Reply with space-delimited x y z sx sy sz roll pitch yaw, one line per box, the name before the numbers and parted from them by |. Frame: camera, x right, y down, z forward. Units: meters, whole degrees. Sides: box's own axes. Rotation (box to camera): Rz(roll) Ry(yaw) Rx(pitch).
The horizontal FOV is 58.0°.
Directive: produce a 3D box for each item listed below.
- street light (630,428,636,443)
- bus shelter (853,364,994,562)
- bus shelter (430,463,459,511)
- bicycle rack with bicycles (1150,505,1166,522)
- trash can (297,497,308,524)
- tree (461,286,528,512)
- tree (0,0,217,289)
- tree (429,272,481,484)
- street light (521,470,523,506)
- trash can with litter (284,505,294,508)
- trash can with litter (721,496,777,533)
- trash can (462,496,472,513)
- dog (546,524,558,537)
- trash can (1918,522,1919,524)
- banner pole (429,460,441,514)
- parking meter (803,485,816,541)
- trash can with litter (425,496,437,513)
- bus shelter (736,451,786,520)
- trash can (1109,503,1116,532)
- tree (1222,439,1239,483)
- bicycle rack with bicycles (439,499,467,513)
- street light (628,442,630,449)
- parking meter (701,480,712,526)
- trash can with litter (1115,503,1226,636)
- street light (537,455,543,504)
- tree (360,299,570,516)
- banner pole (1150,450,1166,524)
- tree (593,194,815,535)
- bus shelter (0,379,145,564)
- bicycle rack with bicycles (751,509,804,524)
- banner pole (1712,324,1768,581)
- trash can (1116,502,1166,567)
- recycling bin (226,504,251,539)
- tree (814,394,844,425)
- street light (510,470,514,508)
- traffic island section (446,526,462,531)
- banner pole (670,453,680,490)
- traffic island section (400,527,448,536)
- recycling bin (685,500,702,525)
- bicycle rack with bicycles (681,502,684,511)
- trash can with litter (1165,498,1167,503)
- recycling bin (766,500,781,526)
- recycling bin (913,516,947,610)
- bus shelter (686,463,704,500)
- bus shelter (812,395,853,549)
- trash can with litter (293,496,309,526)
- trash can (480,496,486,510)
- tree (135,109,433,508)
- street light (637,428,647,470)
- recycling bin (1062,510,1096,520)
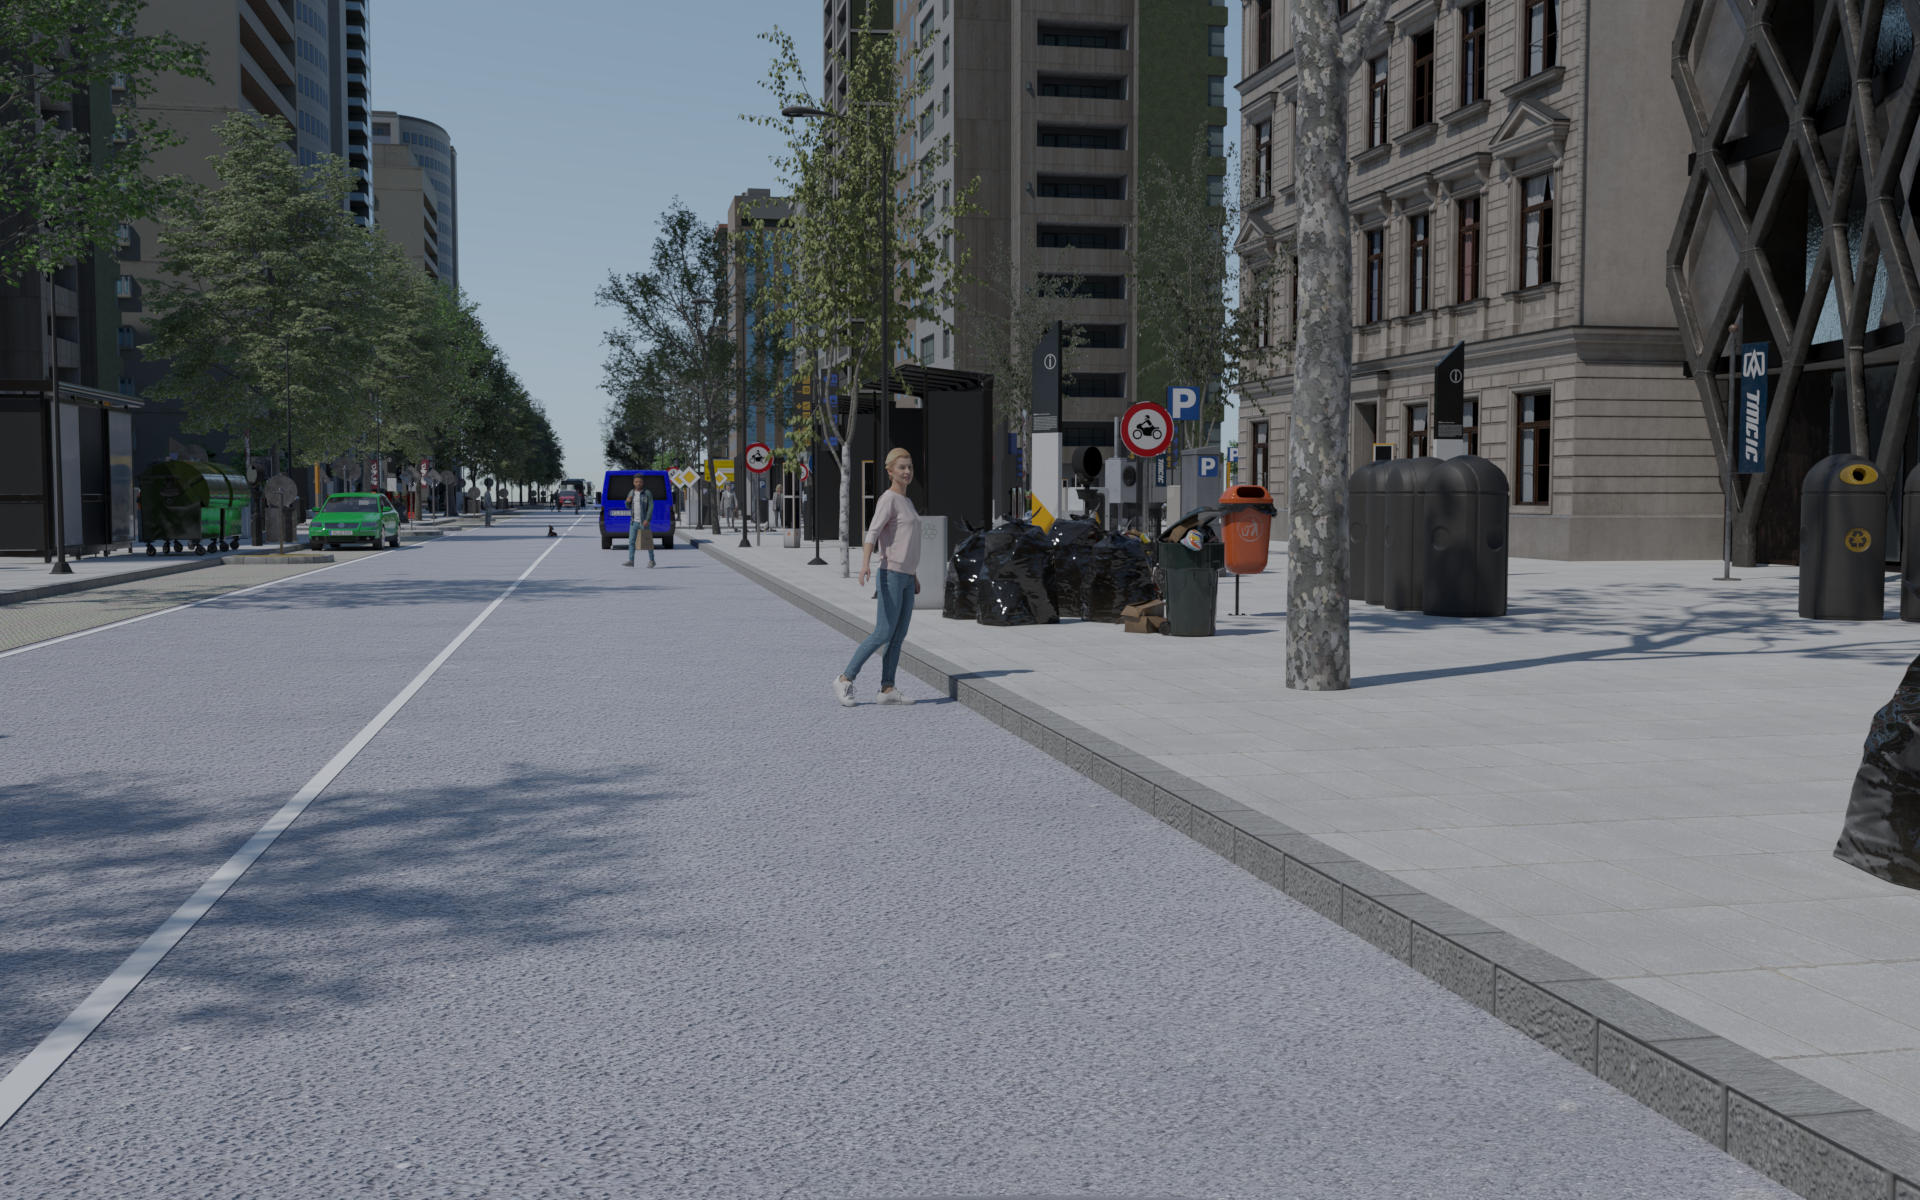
street light | -22.308 -9.153 122.195 1.470 5.913 1.316 -1 4 -12
bus shelter | -0.766 -2.640 34.447 1.731 3.624 6.357 -1 4 -12
bus shelter | -39.035 -8.576 131.499 1.731 3.624 6.357 -1 4 -12
bicycle rack with bicycles | 9.509 -4.185 81.802 2.925 0.926 2.852 3 5 41
trash can | -28.609 -3.869 74.912 0.748 1.137 0.748 0 3 0
tree | -25.647 -9.563 82.107 9.928 11.665 9.643 0 3 0
tree | -13.221 -5.831 21.086 9.928 11.665 9.643 0 3 0
tree | -24.607 -9.465 72.882 7.486 12.596 7.792 0 3 0
street light | -41.626 -11.645 162.944 1.470 5.913 1.316 -1 4 -12
trash can with litter | -26.372 -3.405 67.056 1.055 1.170 0.624 0 4 2
trash can with litter | -7.054 -2.895 58.386 2.233 1.210 1.678 -3 5 -42
trash can | -33.112 -6.414 116.525 0.748 1.137 0.748 0 3 0
dog | -13.742 -2.315 58.051 0.550 0.427 0.748 0 4 8
trash can | 5.321 0.170 8.881 0.748 1.137 0.748 0 3 0
banner pole | -34.239 -7.514 112.873 0.401 3.779 0.863 3 4 38
parking meter | -4.121 -2.402 47.688 0.372 1.533 0.369 0 3 0
trash can with litter | -41.563 -7.616 135.907 0.624 1.170 1.055 0 4 2
bus shelter | -9.355 -5.372 81.762 2.014 3.302 5.546 -1 4 -12
trash can | 4.734 -2.576 53.764 0.748 1.137 0.748 0 3 0
tree | 14.548 -6.241 85.761 4.285 4.588 4.351 0 3 0
bicycle rack with bicycles | -35.229 -6.567 120.747 2.852 0.926 2.925 0 4 5
street light | -26.406 -10.409 142.725 1.470 5.913 1.316 -1 4 -12
parking meter | -10.306 -3.967 70.565 0.399 1.863 0.255 1 4 21
trash can with litter | 1.887 -0.270 15.808 1.055 1.170 0.624 3 5 42
street light | -49.998 -14.146 203.832 1.470 5.913 1.316 -1 4 -12
tree | -29.702 -11.214 100.349 9.611 12.733 9.660 0 3 0
banner pole | 8.396 -5.121 73.751 0.863 3.779 0.401 0 4 -1
tree | -8.050 -7.347 54.535 7.601 10.594 8.767 0 4 -2
bus shelter | -17.832 -3.386 32.995 2.179 5.291 8.768 -1 4 -11
bicycle rack with bicycles | -7.341 -3.735 74.450 2.925 0.926 2.852 0 4 2
banner pole | 11.501 -2.167 25.440 0.401 3.779 0.863 -2 4 -24
trash can | 3.258 -1.159 30.606 0.748 1.137 0.748 0 3 0
recycling bin | -20.726 -2.263 49.555 0.722 1.027 0.722 -1 4 -14
tree | -8.772 -10.369 119.898 4.360 8.622 3.978 0 3 0
street light | -37.561 -10.390 142.416 1.470 5.913 1.316 -1 4 -12
traffic island section | -20.662 -2.794 67.970 2.009 0.180 2.903 -1 4 -12
banner pole | -17.377 -7.057 105.397 0.863 3.779 0.401 -3 5 -43
traffic island section | -19.057 -2.316 60.147 2.009 0.180 2.903 -1 4 -12
recycling bin | -11.047 -3.651 72.242 0.722 1.027 0.722 -1 4 -17
bicycle rack with bicycles | -19.096 -6.750 123.738 2.852 0.926 2.925 1 4 23
trash can with litter | 7.718 -3.080 61.749 1.055 1.170 0.624 -3 5 -43
recycling bin | -7.460 -3.556 70.693 0.722 1.027 0.722 1 4 17
recycling bin | -0.524 -0.426 19.515 0.722 1.027 0.722 0 4 -4
bus shelter | -17.666 -7.544 117.275 2.014 3.302 5.546 -1 4 -12
bus shelter | -2.870 -3.194 43.501 1.731 3.624 6.357 -1 4 -12
trash can with litter | -26.623 -3.622 70.275 1.678 1.210 2.233 2 4 29
trash can | -37.344 -7.609 136.063 0.748 1.137 0.748 0 3 0
tree | -20.821 -8.205 52.286 7.486 12.596 7.792 0 3 0
street light | -17.947 -7.877 101.322 1.470 5.913 1.316 -1 4 -12
recycling bin | 1.683 -0.874 26.838 0.722 1.027 0.722 0 4 -7
